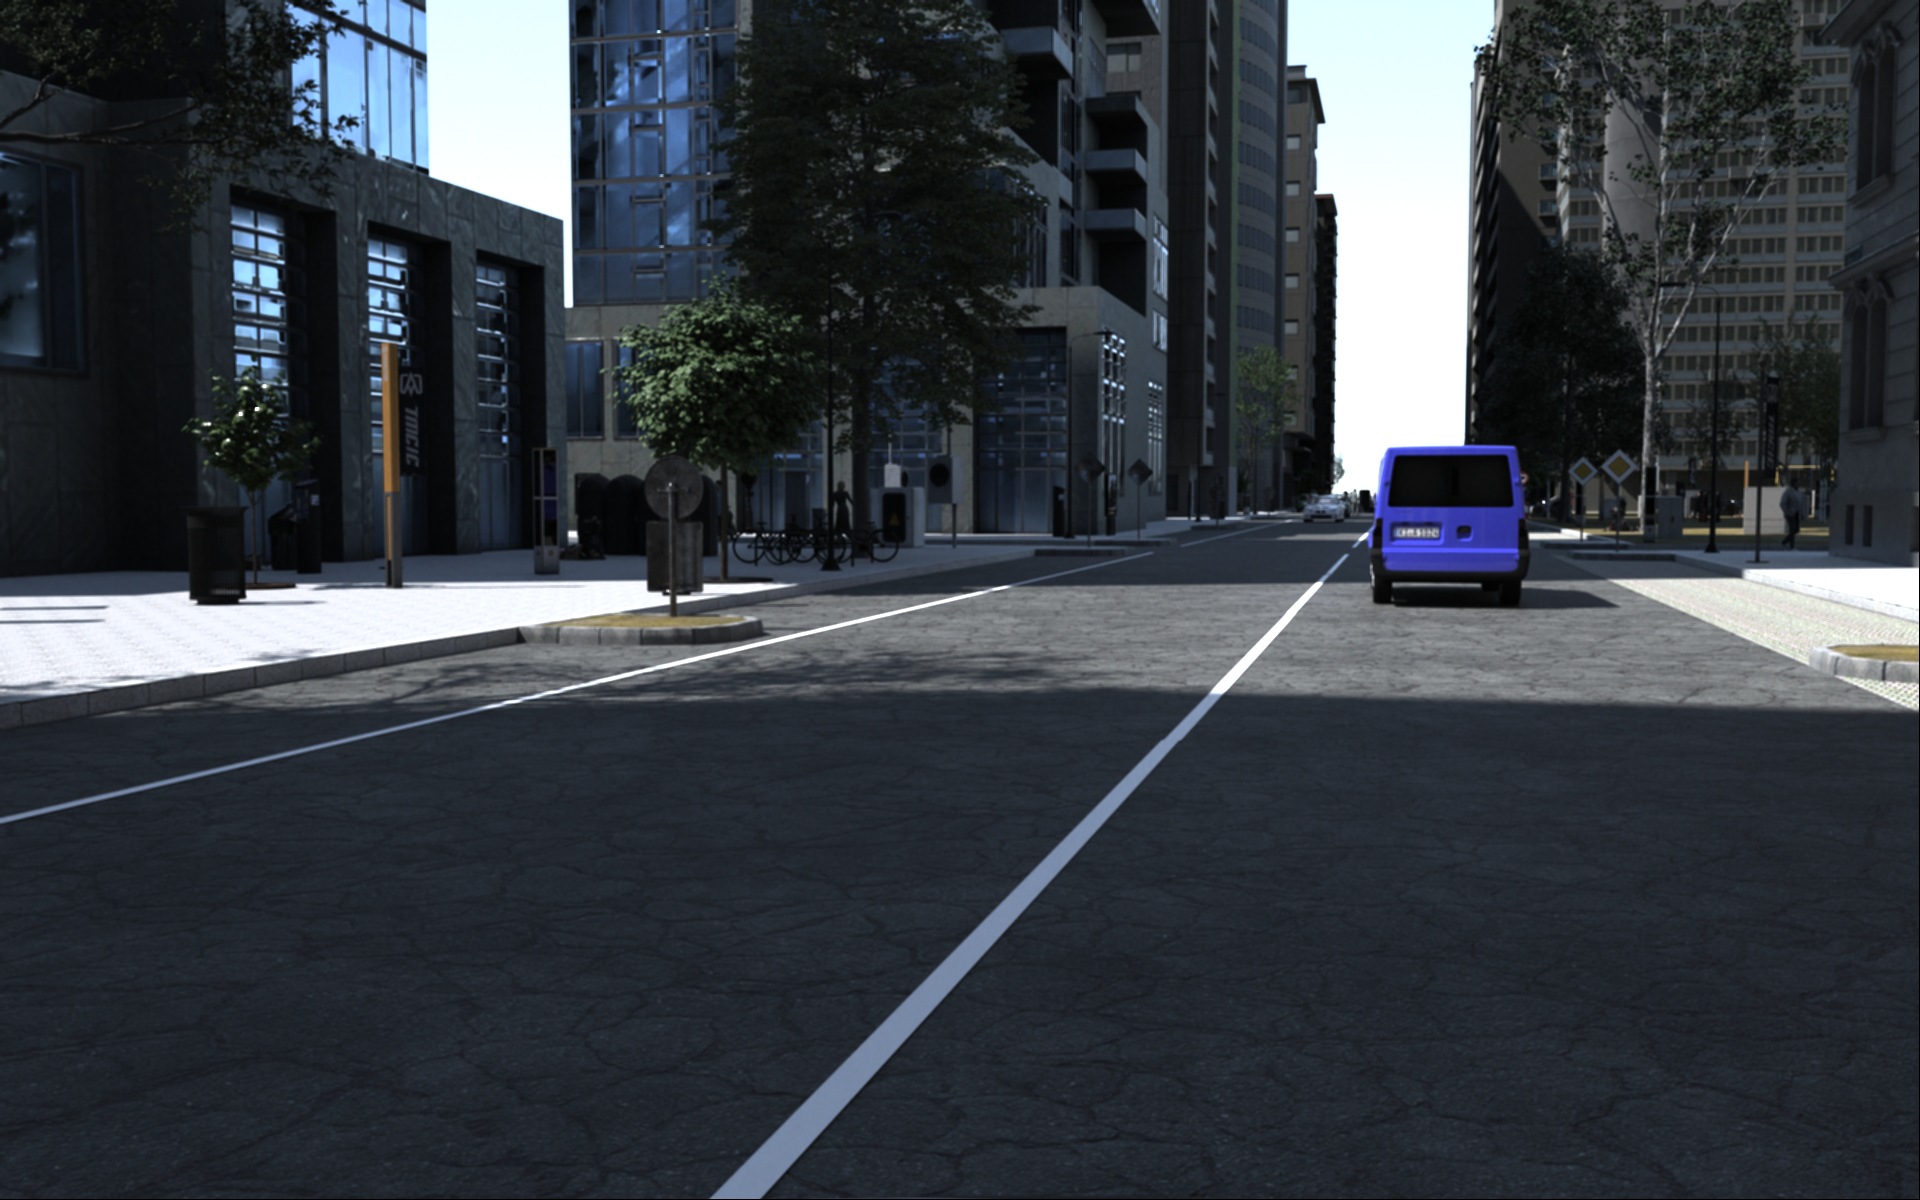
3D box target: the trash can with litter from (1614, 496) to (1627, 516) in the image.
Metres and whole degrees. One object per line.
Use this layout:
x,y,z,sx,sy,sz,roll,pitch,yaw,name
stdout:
40.192,-5.795,106.138,1.055,1.170,0.624,-2,4,-30,trash can with litter

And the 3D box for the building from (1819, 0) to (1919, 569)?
21.343,-14.404,22.896,14.401,28.519,23.554,1,4,14,building

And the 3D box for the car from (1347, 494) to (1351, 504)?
51.799,-13.505,230.589,2.009,1.686,4.222,1,4,15,car

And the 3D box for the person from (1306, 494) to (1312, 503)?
25.652,-7.070,127.315,0.599,1.433,0.991,2,4,35,person

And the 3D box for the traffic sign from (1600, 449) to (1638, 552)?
14.548,-2.119,38.283,0.795,2.450,0.064,1,4,14,traffic sign

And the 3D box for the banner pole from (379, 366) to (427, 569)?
-9.571,-2.431,29.767,0.863,3.779,0.401,-2,4,-25,banner pole

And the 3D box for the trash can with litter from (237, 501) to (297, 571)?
-11.589,-1.082,29.080,1.055,1.170,0.624,-1,4,-18,trash can with litter

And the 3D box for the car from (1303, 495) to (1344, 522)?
18.758,-4.699,89.185,2.083,1.381,4.827,1,4,16,car

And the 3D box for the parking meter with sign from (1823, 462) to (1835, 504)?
47.476,-5.970,93.871,1.738,3.016,0.543,-2,4,-24,parking meter with sign

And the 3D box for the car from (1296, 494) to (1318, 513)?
26.781,-7.597,133.001,1.959,1.807,4.718,1,4,12,car

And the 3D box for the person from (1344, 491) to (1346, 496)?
41.967,-11.022,188.792,0.705,1.814,1.350,0,4,2,person

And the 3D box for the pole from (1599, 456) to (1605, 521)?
30.493,-5.408,82.269,0.158,3.312,0.155,0,3,0,pole

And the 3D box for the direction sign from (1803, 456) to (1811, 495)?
49.856,-6.729,102.017,0.876,3.537,0.379,-3,5,-39,direction sign

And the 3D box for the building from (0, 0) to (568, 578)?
-27.081,-43.966,31.513,31.000,86.520,22.319,1,4,14,building

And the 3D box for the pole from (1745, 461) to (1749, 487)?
48.130,-6.860,106.006,0.158,3.312,0.155,0,3,0,pole

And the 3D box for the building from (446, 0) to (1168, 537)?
-2.688,-46.262,69.063,22.319,86.520,31.000,1,4,14,building

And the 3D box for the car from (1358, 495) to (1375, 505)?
52.399,-12.898,223.240,2.083,1.381,4.827,1,4,14,car

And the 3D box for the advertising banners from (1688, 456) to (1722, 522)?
34.175,-5.096,79.509,0.090,3.025,2.074,-1,4,-21,advertising banners

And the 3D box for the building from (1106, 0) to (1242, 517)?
8.319,-25.413,99.102,14.154,41.232,14.086,1,4,14,building

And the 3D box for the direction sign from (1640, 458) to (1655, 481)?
41.907,-6.949,105.620,0.876,3.537,0.379,2,4,31,direction sign

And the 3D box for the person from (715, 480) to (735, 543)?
-6.647,-2.468,48.864,0.620,1.820,0.660,-2,4,-33,person

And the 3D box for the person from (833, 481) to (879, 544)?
-2.984,-2.462,48.970,1.509,1.804,0.699,1,4,20,person

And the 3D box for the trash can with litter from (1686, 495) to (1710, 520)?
40.912,-5.283,97.433,2.233,1.210,1.678,-2,4,-31,trash can with litter

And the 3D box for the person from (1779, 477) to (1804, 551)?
20.392,-2.092,42.557,0.661,1.843,0.795,-1,4,-21,person

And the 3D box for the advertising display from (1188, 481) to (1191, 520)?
11.496,-4.990,86.793,0.123,1.923,0.974,0,4,5,advertising display

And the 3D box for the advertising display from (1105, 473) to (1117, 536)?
4.642,-2.944,53.353,0.123,1.923,0.974,1,4,20,advertising display

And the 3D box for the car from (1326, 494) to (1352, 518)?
23.097,-5.809,106.778,2.131,1.459,4.920,1,4,15,car

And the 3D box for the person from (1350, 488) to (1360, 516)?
26.162,-6.494,114.775,0.635,1.810,0.391,3,4,36,person

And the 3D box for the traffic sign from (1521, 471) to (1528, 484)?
31.208,-5.892,96.434,0.768,2.556,0.104,1,4,17,traffic sign

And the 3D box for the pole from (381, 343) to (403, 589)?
-7.700,-1.812,23.466,0.158,3.312,0.155,0,3,0,pole

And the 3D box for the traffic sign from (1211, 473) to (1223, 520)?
12.746,-5.119,85.828,0.606,2.300,0.079,2,4,24,traffic sign

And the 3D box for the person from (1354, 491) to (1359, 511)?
34.392,-8.690,150.586,0.705,1.823,1.348,0,4,-6,person

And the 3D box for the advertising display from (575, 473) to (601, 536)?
-11.440,-2.943,53.330,0.123,1.923,0.974,3,4,37,advertising display

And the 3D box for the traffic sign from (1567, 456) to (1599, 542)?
16.532,-2.592,46.018,0.795,2.450,0.064,1,4,14,traffic sign

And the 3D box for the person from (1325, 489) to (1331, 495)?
26.728,-7.177,125.857,1.348,1.822,0.705,-1,4,-15,person

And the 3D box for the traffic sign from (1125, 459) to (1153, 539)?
5.063,-2.772,48.970,0.795,2.450,0.064,1,4,14,traffic sign

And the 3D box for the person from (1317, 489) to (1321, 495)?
28.454,-7.847,136.939,0.705,1.807,1.348,2,4,33,person

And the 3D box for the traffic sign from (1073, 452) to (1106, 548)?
3.079,-2.299,41.234,0.795,2.450,0.064,1,4,14,traffic sign

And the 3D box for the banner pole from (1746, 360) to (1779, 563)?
15.143,-2.600,32.525,0.863,3.779,0.401,-3,4,-38,banner pole

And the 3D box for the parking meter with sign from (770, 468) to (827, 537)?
-4.840,-3.381,51.542,1.738,3.016,0.543,1,4,14,parking meter with sign

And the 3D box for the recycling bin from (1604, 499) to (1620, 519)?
33.403,-4.665,88.831,0.722,1.027,0.722,2,4,29,recycling bin

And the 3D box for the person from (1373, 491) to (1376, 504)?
59.350,-14.644,248.026,0.705,1.812,1.348,1,4,18,person
